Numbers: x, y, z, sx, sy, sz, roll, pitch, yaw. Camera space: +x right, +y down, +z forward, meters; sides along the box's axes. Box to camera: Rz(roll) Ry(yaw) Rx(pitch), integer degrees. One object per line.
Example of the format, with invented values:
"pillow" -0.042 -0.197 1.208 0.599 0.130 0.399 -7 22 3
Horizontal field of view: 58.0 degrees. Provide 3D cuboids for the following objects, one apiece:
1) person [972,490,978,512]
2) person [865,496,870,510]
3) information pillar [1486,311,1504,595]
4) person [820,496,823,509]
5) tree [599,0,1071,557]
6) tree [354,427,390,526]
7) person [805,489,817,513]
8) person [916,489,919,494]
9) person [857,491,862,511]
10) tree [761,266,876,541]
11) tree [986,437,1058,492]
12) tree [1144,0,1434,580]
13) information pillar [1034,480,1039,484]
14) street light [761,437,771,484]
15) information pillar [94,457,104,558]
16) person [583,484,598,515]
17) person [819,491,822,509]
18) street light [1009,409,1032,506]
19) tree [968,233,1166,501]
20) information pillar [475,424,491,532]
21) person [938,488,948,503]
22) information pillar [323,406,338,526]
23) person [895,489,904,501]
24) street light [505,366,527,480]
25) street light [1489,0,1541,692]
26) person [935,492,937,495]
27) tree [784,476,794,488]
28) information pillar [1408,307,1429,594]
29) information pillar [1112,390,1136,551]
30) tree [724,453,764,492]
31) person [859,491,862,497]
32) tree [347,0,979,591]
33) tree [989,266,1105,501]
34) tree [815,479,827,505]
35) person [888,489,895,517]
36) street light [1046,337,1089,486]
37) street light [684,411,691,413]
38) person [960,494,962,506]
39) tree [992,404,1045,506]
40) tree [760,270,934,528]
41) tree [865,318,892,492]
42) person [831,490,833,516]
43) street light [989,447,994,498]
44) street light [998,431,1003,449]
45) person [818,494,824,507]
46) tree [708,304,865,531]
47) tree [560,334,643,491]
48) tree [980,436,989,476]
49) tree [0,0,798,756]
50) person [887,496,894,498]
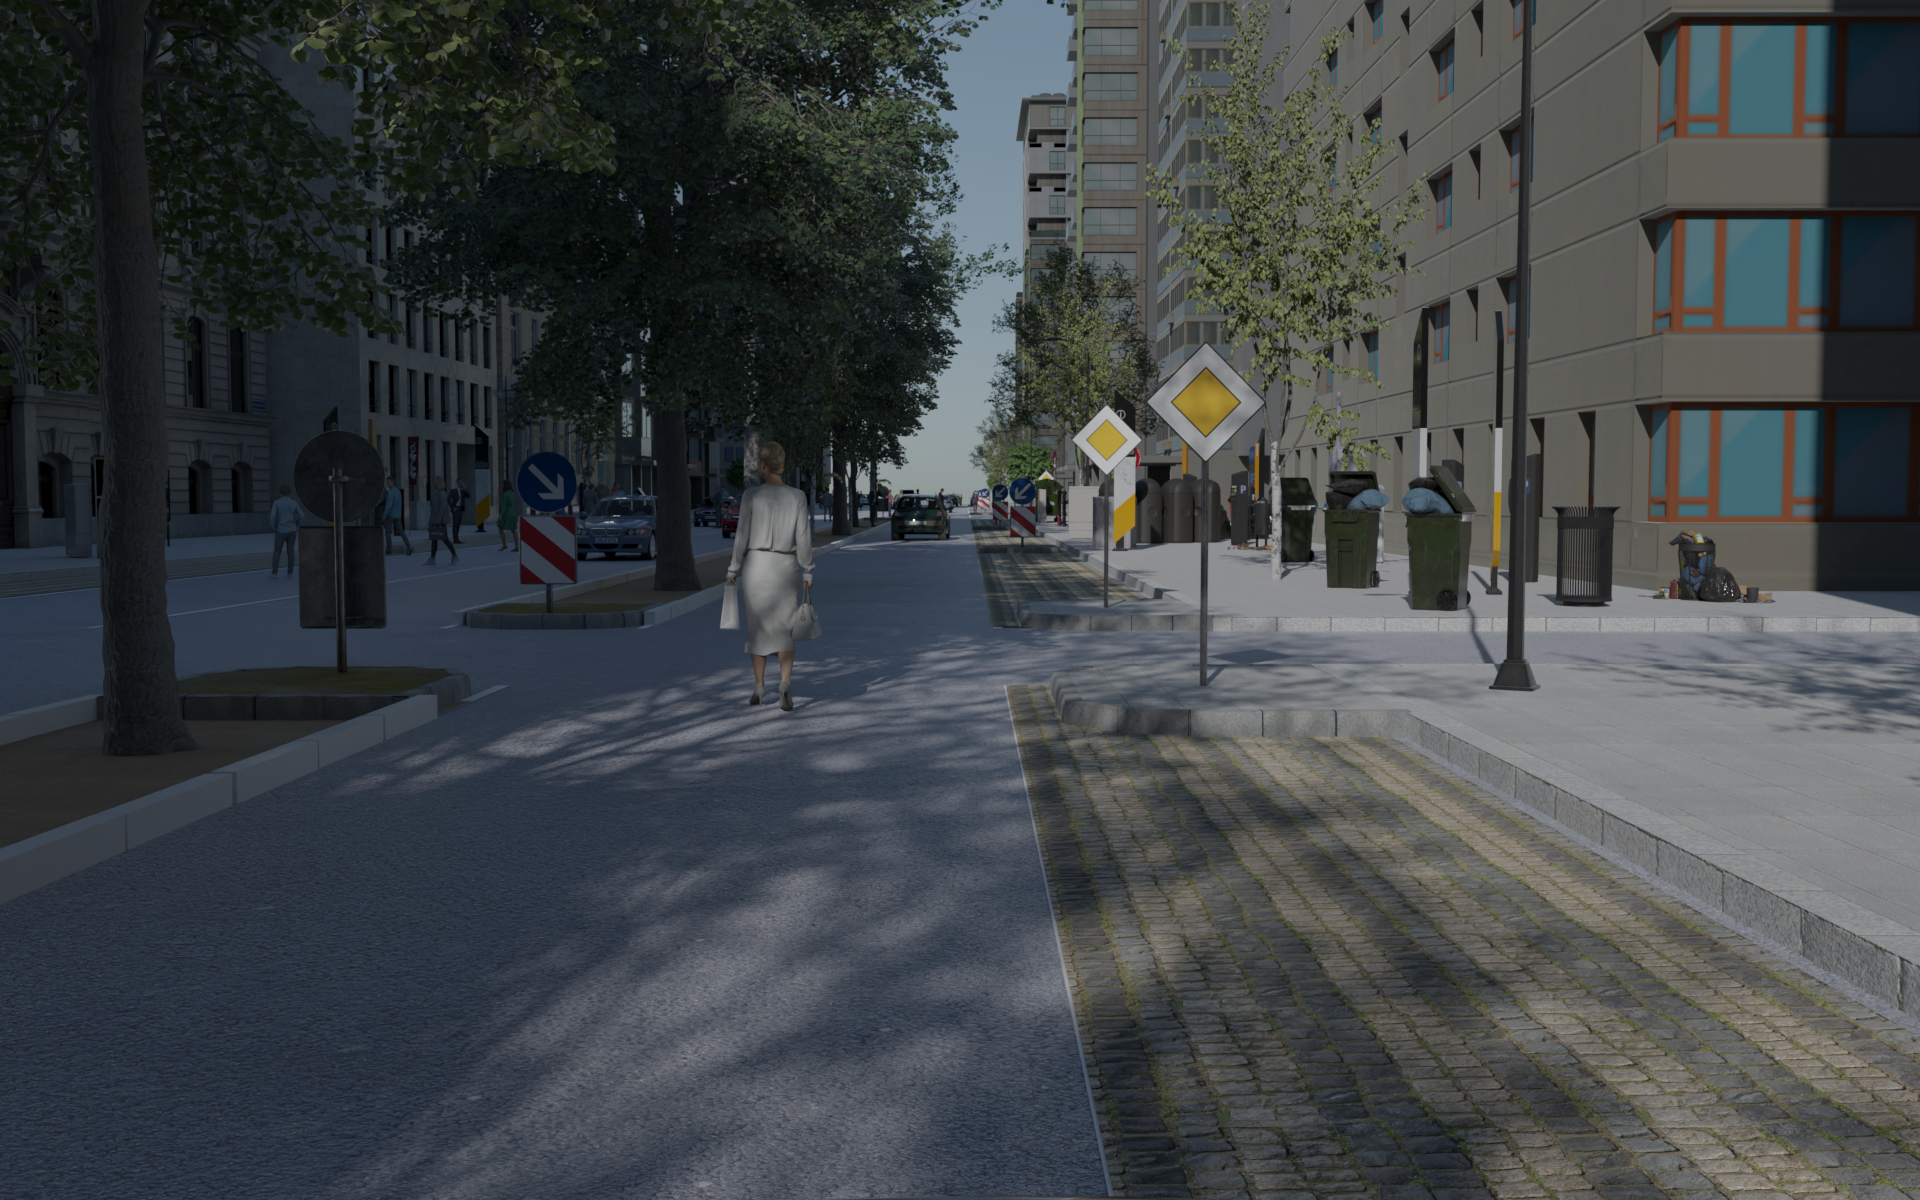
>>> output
"person" 1.137 -7.312 128.970 0.541 1.710 0.530 -1 4 -21
"person" -7.551 -8.495 148.076 1.217 1.739 0.721 1 4 17
"information pillar" 6.820 -1.874 21.992 0.183 3.616 0.504 1 4 13
"person" -13.211 -9.500 167.019 0.628 1.438 0.799 0 4 4
"tree" -3.445 -10.959 37.533 12.611 20.169 13.585 0 3 0
"tree" -17.363 -3.400 50.188 1.663 3.219 1.824 0 3 0
"person" -11.706 -7.703 134.472 1.348 1.821 0.705 2 4 27
"person" -2.333 -5.362 96.988 1.217 1.723 0.721 1 4 15
"person" -8.785 -8.583 149.758 0.530 1.710 0.541 -1 4 -17
"tree" -4.470 -6.068 52.032 4.737 8.622 4.395 0 3 0
"tree" 3.974 -7.007 98.284 4.285 4.588 4.351 0 3 0
"tree" 4.712 -4.590 25.412 4.737 8.622 4.395 0 3 0
"information pillar" 3.925 -5.097 87.836 0.304 2.012 0.304 1 4 18
"street light" -15.447 -10.220 139.633 1.470 5.913 1.316 0 4 0
"information pillar" -17.128 -1.851 34.760 0.304 2.012 0.304 0 4 5
"person" -14.259 -3.582 67.166 0.694 1.812 0.767 1 4 9
"person" -13.451 -9.760 168.527 0.568 1.767 0.683 0 4 2
"street light" 3.337 -7.440 94.178 1.470 5.913 1.316 0 4 0
"tree" 4.272 -7.829 62.420 7.601 10.594 8.767 0 4 6
"information pillar" -15.939 -4.064 57.796 0.504 3.616 0.183 0 4 8
"person" -0.965 -5.515 99.122 0.568 1.767 0.683 0 4 1
"information pillar" -16.644 -3.337 45.916 0.183 3.616 0.504 1 4 20
"person" -3.772 -6.351 113.124 1.217 1.735 0.721 -3 5 -40
"street light" -15.747 -5.486 62.244 1.470 5.913 1.316 0 4 0
"street light" 3.118 -2.368 11.252 1.470 5.913 1.316 0 4 0
"person" -3.471 -14.888 252.652 0.721 1.736 1.217 0 4 4
"tree" -16.228 -10.030 158.593 1.663 3.219 1.824 0 3 0
"information pillar" 5.838 -1.875 22.009 0.183 3.616 0.504 0 4 2
"information pillar" 3.680 -2.905 38.856 0.504 3.616 0.183 0 4 3
"tree" -16.766 -9.260 135.118 4.285 4.588 4.351 0 3 0
"person" -10.947 -11.207 191.815 1.350 1.814 0.705 1 4 13
"tree" -4.189 -7.098 25.161 9.857 13.997 8.962 0 3 0
"tree" 3.893 -6.426 55.434 4.737 8.622 4.395 0 3 0
"tree" -16.211 -12.873 205.080 1.663 3.219 1.824 0 3 0
"person" -4.299 -6.072 108.489 0.721 1.743 1.217 -1 4 -17
"street light" 3.248 -4.820 51.340 1.470 5.913 1.316 0 4 0
"street light" -15.635 -7.580 96.468 1.470 5.913 1.316 0 4 0
"person" 0.145 -12.443 215.195 0.557 1.426 1.065 0 4 3
"tree" 4.288 -11.087 131.632 4.360 8.622 3.978 0 3 0
"tree" -4.605 -8.901 73.749 9.928 11.665 9.643 0 3 0
"tree" -4.226 -6.960 66.610 4.360 8.622 3.978 0 3 0
"person" -8.163 -6.195 110.619 1.217 1.723 0.721 3 5 42
"street light" 3.495 -12.114 170.600 1.470 5.913 1.316 0 4 0
"street light" 3.492 -9.464 127.277 1.470 5.913 1.316 0 4 0
"person" -12.259 -8.771 155.168 1.065 1.426 0.557 -1 4 -23
"tree" -4.757 -5.727 46.458 4.360 8.622 3.978 0 3 0
"tree" -16.125 -7.670 75.772 4.737 8.622 4.395 0 3 0
"tree" 4.210 -13.059 163.871 4.737 8.622 4.395 0 3 0
"tree" -4.420 -5.396 8.803 7.486 12.596 7.792 0 3 0
"person" -9.120 -13.039 221.326 1.348 1.869 0.705 -1 4 -12
